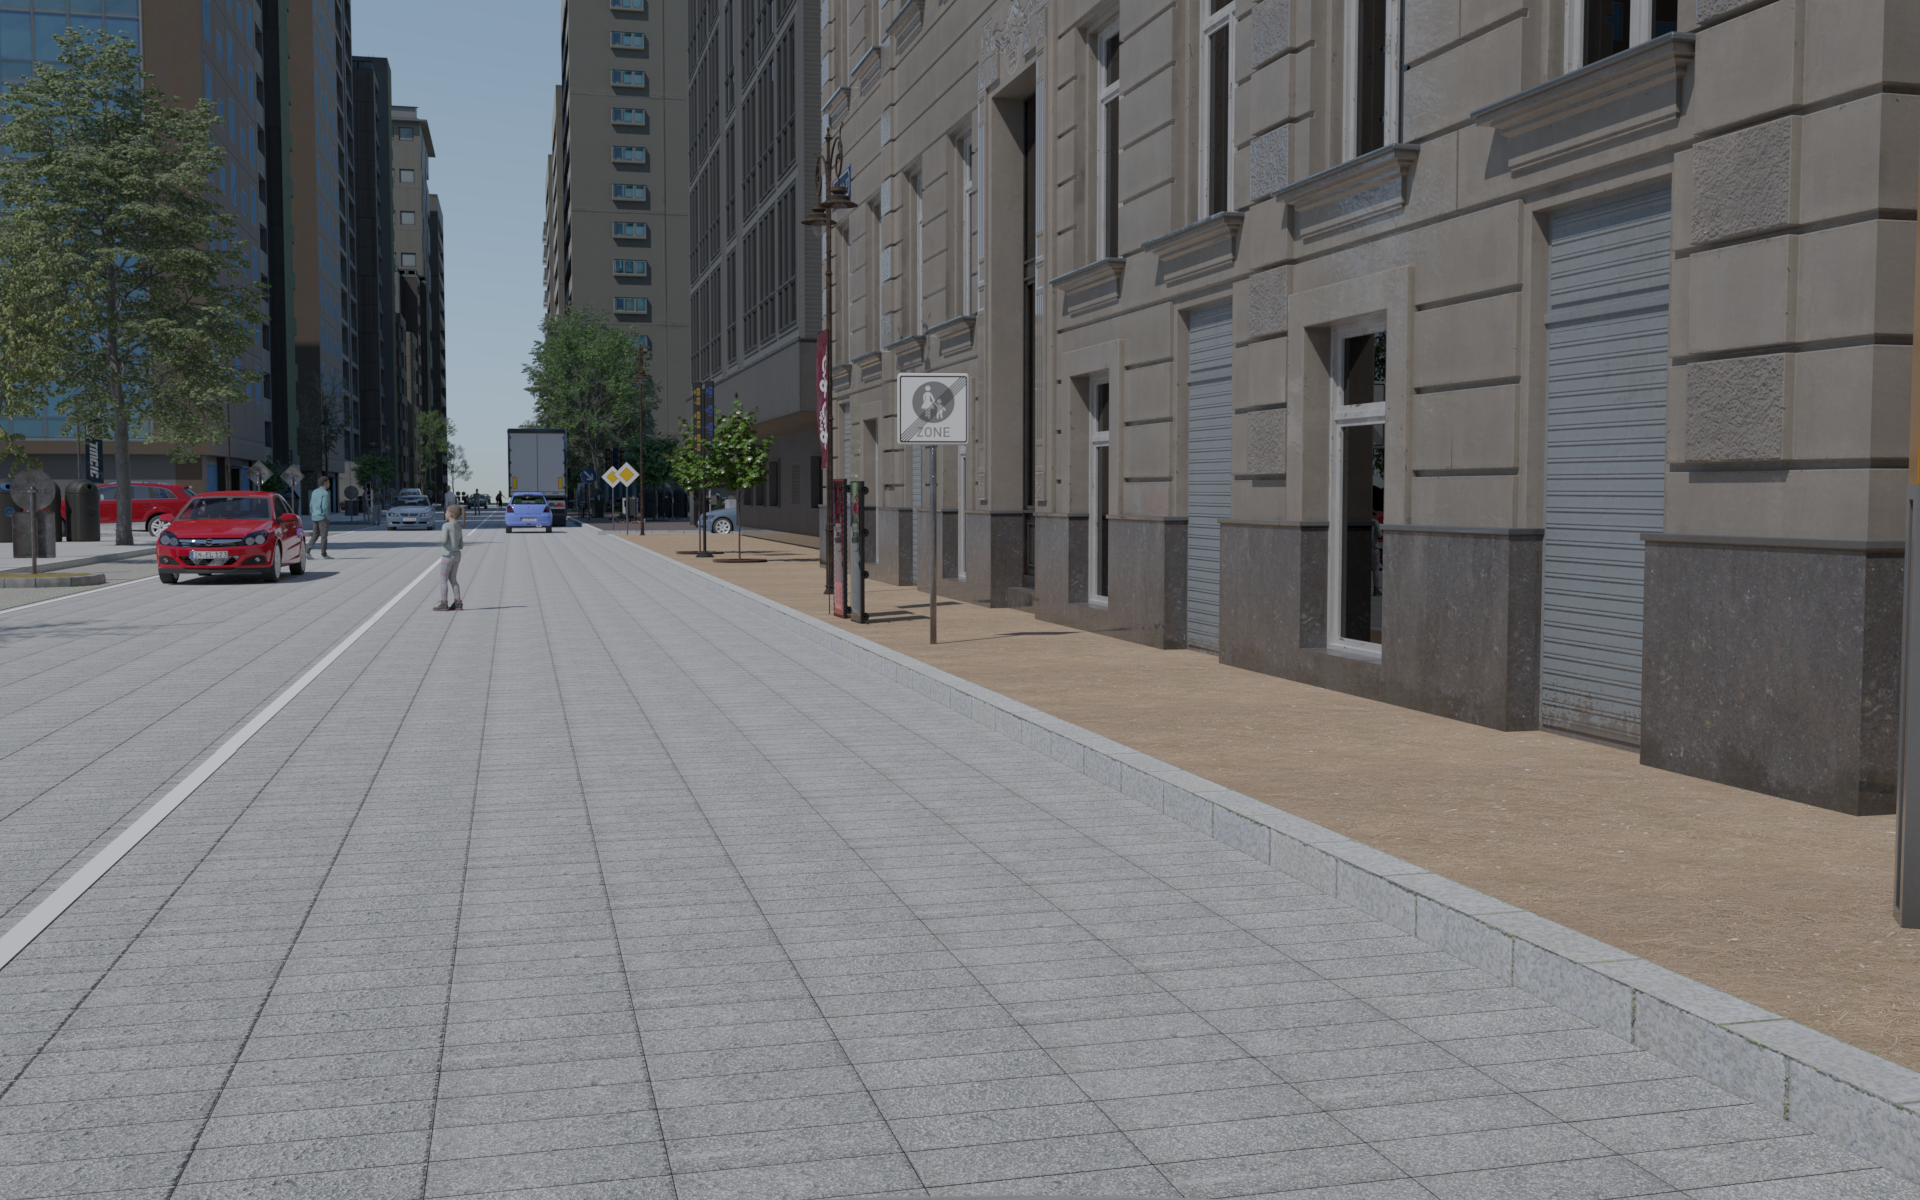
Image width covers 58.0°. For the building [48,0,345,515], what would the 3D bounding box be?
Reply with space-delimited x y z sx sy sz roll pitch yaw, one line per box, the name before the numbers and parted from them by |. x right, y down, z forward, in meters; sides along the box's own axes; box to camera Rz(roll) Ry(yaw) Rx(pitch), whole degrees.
building | -46.982 -28.045 108.644 14.600 45.320 14.200 -1 4 -14

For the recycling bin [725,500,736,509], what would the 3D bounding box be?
recycling bin | -10.485 -4.145 80.324 0.722 1.027 0.722 -1 4 -18

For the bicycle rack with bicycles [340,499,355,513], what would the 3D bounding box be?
bicycle rack with bicycles | -43.120 -6.608 121.428 2.925 0.926 2.852 -3 5 -45

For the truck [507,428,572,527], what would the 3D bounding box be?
truck | -19.267 -5.536 79.425 2.839 4.237 11.283 -1 4 -13

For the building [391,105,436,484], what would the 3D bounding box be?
building | -86.546 -39.567 236.151 28.713 52.752 27.495 -1 4 -14

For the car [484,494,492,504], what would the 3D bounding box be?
car | -66.859 -14.271 243.557 2.015 1.641 3.980 -1 4 -15

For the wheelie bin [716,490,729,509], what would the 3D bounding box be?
wheelie bin | -16.885 -7.023 122.739 0.980 1.594 0.693 -3 5 -43

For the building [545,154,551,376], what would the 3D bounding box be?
building | -45.370 -37.523 237.194 21.300 48.544 21.600 -1 4 -14

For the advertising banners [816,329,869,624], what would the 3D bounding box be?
advertising banners | -1.236 -1.328 17.897 0.090 3.025 2.074 -1 4 -17

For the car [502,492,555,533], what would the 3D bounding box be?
car | -16.089 -3.364 64.588 1.945 1.707 3.694 -1 4 -14

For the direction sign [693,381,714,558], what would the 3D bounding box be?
direction sign | -5.173 -2.631 35.008 0.379 3.537 0.876 -2 4 -35

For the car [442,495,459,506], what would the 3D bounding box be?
car | -58.089 -11.327 197.194 2.014 1.417 4.499 -1 4 -13

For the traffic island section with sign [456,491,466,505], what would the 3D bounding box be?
traffic island section with sign | -74.889 -15.476 261.653 1.989 1.847 2.006 -1 4 -14

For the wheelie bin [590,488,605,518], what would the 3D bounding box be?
wheelie bin | -19.617 -5.253 93.789 0.693 1.594 0.980 -3 4 -37

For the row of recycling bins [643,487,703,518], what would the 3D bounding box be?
row of recycling bins | -15.654 -5.357 94.696 3.534 1.692 1.069 1 4 9

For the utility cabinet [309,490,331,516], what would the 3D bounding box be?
utility cabinet | -37.518 -5.676 101.477 1.173 1.500 0.318 -2 4 -25

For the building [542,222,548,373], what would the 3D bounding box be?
building | -55.056 -40.208 277.008 23.786 49.044 30.456 -1 4 -14

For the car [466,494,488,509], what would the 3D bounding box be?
car | -46.733 -9.535 167.695 2.131 1.459 4.920 -1 4 -13

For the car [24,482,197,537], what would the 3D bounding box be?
car | -26.452 -2.793 54.343 5.304 1.827 2.281 -1 4 -12

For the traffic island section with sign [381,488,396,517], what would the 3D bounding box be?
traffic island section with sign | -35.270 -6.051 107.555 1.989 1.847 2.006 -1 4 -14

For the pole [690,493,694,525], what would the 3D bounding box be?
pole | -11.233 -4.809 72.468 0.158 3.312 0.155 0 3 0

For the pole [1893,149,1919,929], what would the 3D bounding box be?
pole | 2.882 -0.686 5.064 0.158 3.312 0.155 0 3 0

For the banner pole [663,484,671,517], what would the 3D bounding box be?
banner pole | -15.547 -6.217 91.670 0.401 3.779 0.863 2 4 25

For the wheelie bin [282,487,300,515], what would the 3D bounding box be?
wheelie bin | -30.628 -4.363 79.243 0.693 1.594 0.980 -3 5 -40

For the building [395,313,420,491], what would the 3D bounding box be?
building | -70.279 -20.240 175.966 27.650 21.520 28.899 -1 4 -14

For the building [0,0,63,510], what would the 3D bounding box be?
building | -35.303 -25.435 65.978 14.600 45.320 14.200 -1 4 -14

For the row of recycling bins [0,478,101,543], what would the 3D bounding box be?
row of recycling bins | -24.791 -2.374 45.924 3.534 1.692 1.069 -2 4 -35

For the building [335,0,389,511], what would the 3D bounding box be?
building | -57.102 -42.771 137.552 20.563 71.187 20.611 -1 4 -14

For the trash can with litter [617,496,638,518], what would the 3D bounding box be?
trash can with litter | -17.588 -4.901 91.521 0.624 1.170 1.055 2 4 35

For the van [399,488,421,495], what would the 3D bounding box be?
van | -38.814 -7.048 122.238 2.013 2.044 4.112 -1 4 -15

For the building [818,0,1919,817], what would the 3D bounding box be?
building | 6.016 -13.572 19.166 12.463 27.353 25.104 -1 4 -14

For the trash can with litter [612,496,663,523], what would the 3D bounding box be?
trash can with litter | -14.500 -3.989 76.272 1.678 1.210 2.233 -3 5 -41

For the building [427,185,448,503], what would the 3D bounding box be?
building | -89.224 -39.018 261.644 21.300 48.544 21.600 -1 4 -14

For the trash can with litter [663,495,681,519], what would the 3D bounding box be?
trash can with litter | -14.761 -4.698 87.866 2.233 1.210 1.678 3 5 44

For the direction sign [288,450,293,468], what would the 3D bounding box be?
direction sign | -34.204 -5.907 88.570 0.379 3.537 0.876 0 4 -8

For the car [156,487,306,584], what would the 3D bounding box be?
car | -12.231 -1.233 29.206 2.155 1.783 4.494 -1 4 -13

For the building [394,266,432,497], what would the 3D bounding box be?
building | -74.534 -27.326 218.473 14.160 30.474 14.107 -1 4 -14

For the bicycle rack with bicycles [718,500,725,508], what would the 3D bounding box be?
bicycle rack with bicycles | -14.856 -6.144 113.841 2.852 0.926 2.925 0 4 -6

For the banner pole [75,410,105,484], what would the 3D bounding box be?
banner pole | -25.289 -3.684 50.254 0.863 3.779 0.401 -2 4 -31

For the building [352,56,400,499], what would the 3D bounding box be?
building | -58.646 -28.890 155.948 14.154 41.232 14.086 -1 4 -14

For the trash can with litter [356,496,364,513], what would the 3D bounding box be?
trash can with litter | -40.591 -6.484 117.405 0.624 1.170 1.055 -1 4 -9

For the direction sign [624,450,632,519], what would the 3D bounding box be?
direction sign | -17.326 -5.991 89.944 0.876 3.537 0.379 2 4 34

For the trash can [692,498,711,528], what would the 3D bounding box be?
trash can | -9.907 -3.351 66.436 0.748 1.137 0.748 0 3 0

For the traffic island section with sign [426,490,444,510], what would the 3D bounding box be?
traffic island section with sign | -47.736 -9.017 156.061 1.989 1.847 2.006 -1 4 -14

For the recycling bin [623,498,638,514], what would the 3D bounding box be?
recycling bin | -20.961 -5.966 110.102 0.722 1.027 0.722 1 4 17

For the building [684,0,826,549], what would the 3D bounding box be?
building | 1.262 -15.274 43.242 14.314 27.812 24.014 -1 4 -14

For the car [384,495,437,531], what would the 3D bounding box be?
car | -21.889 -3.491 69.085 2.014 1.417 4.499 -1 4 -15

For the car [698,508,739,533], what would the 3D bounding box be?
car | -6.825 -2.940 60.079 4.499 1.417 2.014 -1 4 -14

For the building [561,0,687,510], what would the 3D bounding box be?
building | -23.332 -32.250 150.992 21.300 48.544 21.600 -1 4 -14

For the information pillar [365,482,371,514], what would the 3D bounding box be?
information pillar | -37.470 -6.432 109.662 0.304 2.012 0.304 -2 4 -28

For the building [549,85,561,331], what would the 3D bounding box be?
building | -35.551 -35.205 199.300 21.300 48.544 21.600 -1 4 -14

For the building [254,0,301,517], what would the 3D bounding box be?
building | -41.948 -19.318 87.558 14.160 30.474 14.107 -1 4 -14

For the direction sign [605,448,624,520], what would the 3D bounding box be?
direction sign | -17.223 -5.732 85.721 0.876 3.537 0.379 2 4 34
